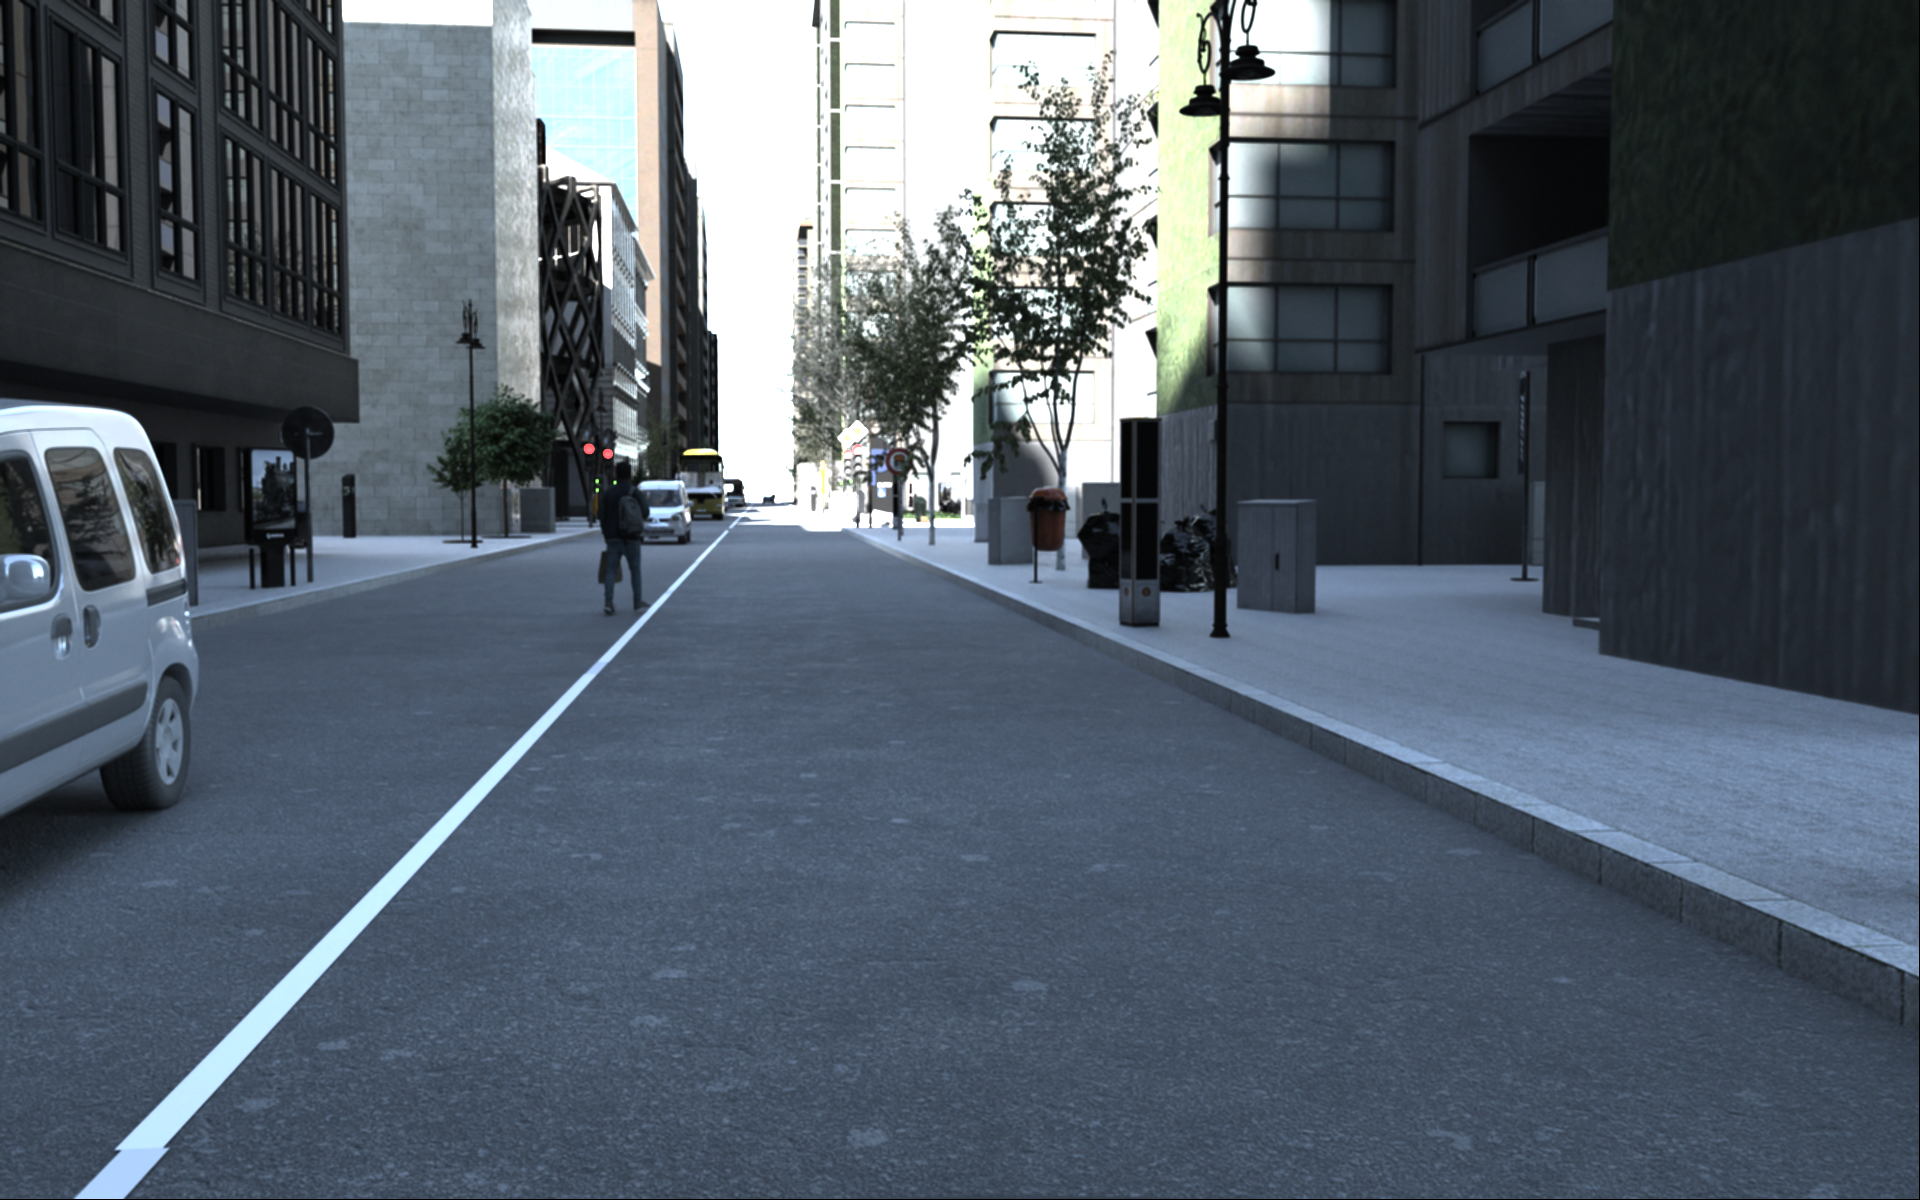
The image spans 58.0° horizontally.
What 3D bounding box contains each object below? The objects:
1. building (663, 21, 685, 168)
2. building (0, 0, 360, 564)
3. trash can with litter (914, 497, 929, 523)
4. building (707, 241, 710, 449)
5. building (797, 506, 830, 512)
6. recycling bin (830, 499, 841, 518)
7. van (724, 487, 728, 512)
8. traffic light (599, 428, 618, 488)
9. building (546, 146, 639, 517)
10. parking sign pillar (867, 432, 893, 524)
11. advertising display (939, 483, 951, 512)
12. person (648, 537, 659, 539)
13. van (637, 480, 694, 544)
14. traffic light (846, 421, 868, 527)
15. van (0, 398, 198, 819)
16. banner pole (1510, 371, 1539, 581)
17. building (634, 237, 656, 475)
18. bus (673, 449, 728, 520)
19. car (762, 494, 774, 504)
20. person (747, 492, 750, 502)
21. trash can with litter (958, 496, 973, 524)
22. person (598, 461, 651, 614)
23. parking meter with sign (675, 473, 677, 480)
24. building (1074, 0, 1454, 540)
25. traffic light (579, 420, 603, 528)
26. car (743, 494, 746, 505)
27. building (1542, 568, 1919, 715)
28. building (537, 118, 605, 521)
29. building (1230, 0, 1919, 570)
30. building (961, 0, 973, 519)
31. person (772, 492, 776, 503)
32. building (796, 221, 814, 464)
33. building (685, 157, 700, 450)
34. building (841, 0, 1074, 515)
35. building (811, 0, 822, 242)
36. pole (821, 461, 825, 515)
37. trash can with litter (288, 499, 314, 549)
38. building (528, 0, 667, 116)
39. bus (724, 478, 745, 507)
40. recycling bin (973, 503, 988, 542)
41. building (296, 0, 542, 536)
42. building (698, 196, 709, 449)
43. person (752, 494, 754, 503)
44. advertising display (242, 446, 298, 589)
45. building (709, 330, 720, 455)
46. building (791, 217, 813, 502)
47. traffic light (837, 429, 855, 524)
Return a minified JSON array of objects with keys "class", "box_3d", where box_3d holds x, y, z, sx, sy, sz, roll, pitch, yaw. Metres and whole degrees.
[{"class":"building","box_3d":[-38.272,-33.464,170.834,21.300,48.544,21.600,0,4,-6]},{"class":"building","box_3d":[-18.568,-14.122,24.405,14.314,27.812,24.014,0,4,-6]},{"class":"trash can with litter","box_3d":[-1.625,-4.001,76.806,0.624,1.170,1.055,-1,4,-23]},{"class":"building","box_3d":[-48.273,-38.735,283.425,14.600,45.320,14.200,0,4,-6]},{"class":"building","box_3d":[-2.774,-42.842,138.712,20.563,71.187,20.611,0,4,-6]},{"class":"recycling bin","box_3d":[-6.536,-4.919,92.980,0.722,1.027,0.722,-2,4,-27]},{"class":"van","box_3d":[-20.315,-8.516,143.625,2.240,2.365,5.245,0,4,-6]},{"class":"traffic light","box_3d":[-14.860,-5.166,73.386,0.839,4.253,0.868,0,4,-6]},{"class":"building","box_3d":[-24.862,-15.613,104.428,9.793,20.994,18.267,0,4,-6]},{"class":"parking sign pillar","box_3d":[-3.291,-5.268,74.611,1.447,3.967,1.447,2,4,24]},{"class":"advertising display","box_3d":[-0.882,-5.772,99.583,0.123,1.923,0.974,3,4,37]},{"class":"person","box_3d":[-9.817,-2.615,55.541,0.394,1.301,0.425,0,4,7]},{"class":"van","box_3d":[-8.770,-2.668,50.638,2.013,2.044,4.112,0,4,-6]},{"class":"traffic light","box_3d":[-3.959,-4.751,66.605,0.839,4.253,0.868,0,4,-6]},{"class":"van","box_3d":[-4.228,0.034,6.449,2.013,2.044,4.112,0,4,-8]},{"class":"banner pole","box_3d":[8.405,-2.189,25.813,0.401,3.779,0.863,0,4,7]},{"class":"building","box_3d":[-28.228,-17.604,123.975,11.583,22.565,21.152,0,4,-6]},{"class":"bus","box_3d":[-14.680,-6.540,98.471,2.896,3.916,12.252,0,4,-8]},{"class":"car","box_3d":[-28.779,-15.164,259.940,2.014,1.417,4.499,0,4,-5]},{"class":"person","box_3d":[-36.702,-17.811,300.373,0.621,1.740,0.551,2,4,27]},{"class":"trash can with litter","box_3d":[0.877,-3.952,75.676,2.233,1.210,1.678,-1,4,-12]},{"class":"person","box_3d":[-4.060,-0.746,20.687,0.794,1.824,0.713,1,4,22]},{"class":"parking meter with sign","box_3d":[-23.463,-9.052,144.258,0.543,3.016,1.738,-1,4,-11]},{"class":"building","box_3d":[7.204,-22.958,58.950,14.154,41.232,14.086,0,4,-6]},{"class":"traffic light","box_3d":[-13.954,-4.681,65.452,0.839,4.253,0.868,0,4,-6]},{"class":"car","box_3d":[-28.360,-12.981,220.915,2.281,1.827,5.304,0,4,-6]},{"class":"building","box_3d":[11.905,-20.276,15.111,14.154,41.232,14.086,0,4,-6]},{"class":"building","box_3d":[-25.403,-13.073,81.195,16.820,18.784,16.811,0,4,-6]},{"class":"building","box_3d":[10.831,-21.626,37.175,14.154,41.232,14.086,0,4,-6]},{"class":"building","box_3d":[15.046,-33.223,85.196,28.212,58.520,21.231,0,4,-6]},{"class":"person","box_3d":[-28.427,-15.641,264.776,0.990,1.755,0.434,3,4,36]},{"class":"building","box_3d":[-14.486,-37.791,272.500,22.147,44.769,28.867,0,4,-6]},{"class":"building","box_3d":[-38.004,-31.812,203.717,14.154,41.232,14.086,0,4,-6]},{"class":"building","box_3d":[-0.887,-26.348,114.377,14.154,41.232,14.086,0,4,-6]},{"class":"building","box_3d":[0.341,-35.472,169.213,28.713,52.752,27.495,0,4,-6]},{"class":"pole","box_3d":[-8.489,-6.941,107.328,0.158,3.312,0.155,0,3,0]},{"class":"trash can with litter","box_3d":[-15.672,-1.818,41.117,0.624,1.170,1.055,-1,4,-20]},{"class":"building","box_3d":[-33.178,-30.790,153.529,14.600,45.320,14.200,0,4,-6]},{"class":"bus","box_3d":[-25.401,-12.057,191.986,2.948,3.499,13.247,-1,4,-8]},{"class":"recycling bin","box_3d":[0.725,-2.072,46.435,0.722,1.027,0.722,0,4,-2]},{"class":"building","box_3d":[-23.191,-12.387,57.272,16.860,20.320,10.420,0,4,-6]},{"class":"building","box_3d":[-49.667,-39.218,264.909,21.300,48.544,21.600,0,4,-6]},{"class":"person","box_3d":[-34.269,-16.799,286.429,0.557,1.426,1.065,-2,4,-28]},{"class":"advertising display","box_3d":[-9.447,-1.134,23.760,0.123,1.923,0.974,1,4,16]},{"class":"building","box_3d":[-48.749,-32.220,298.504,14.160,30.474,14.107,0,4,-6]},{"class":"building","box_3d":[-17.992,-41.225,297.724,21.300,48.544,21.600,0,4,-6]},{"class":"traffic light","box_3d":[-4.865,-5.237,74.538,0.839,4.253,0.868,0,4,-6]}]
